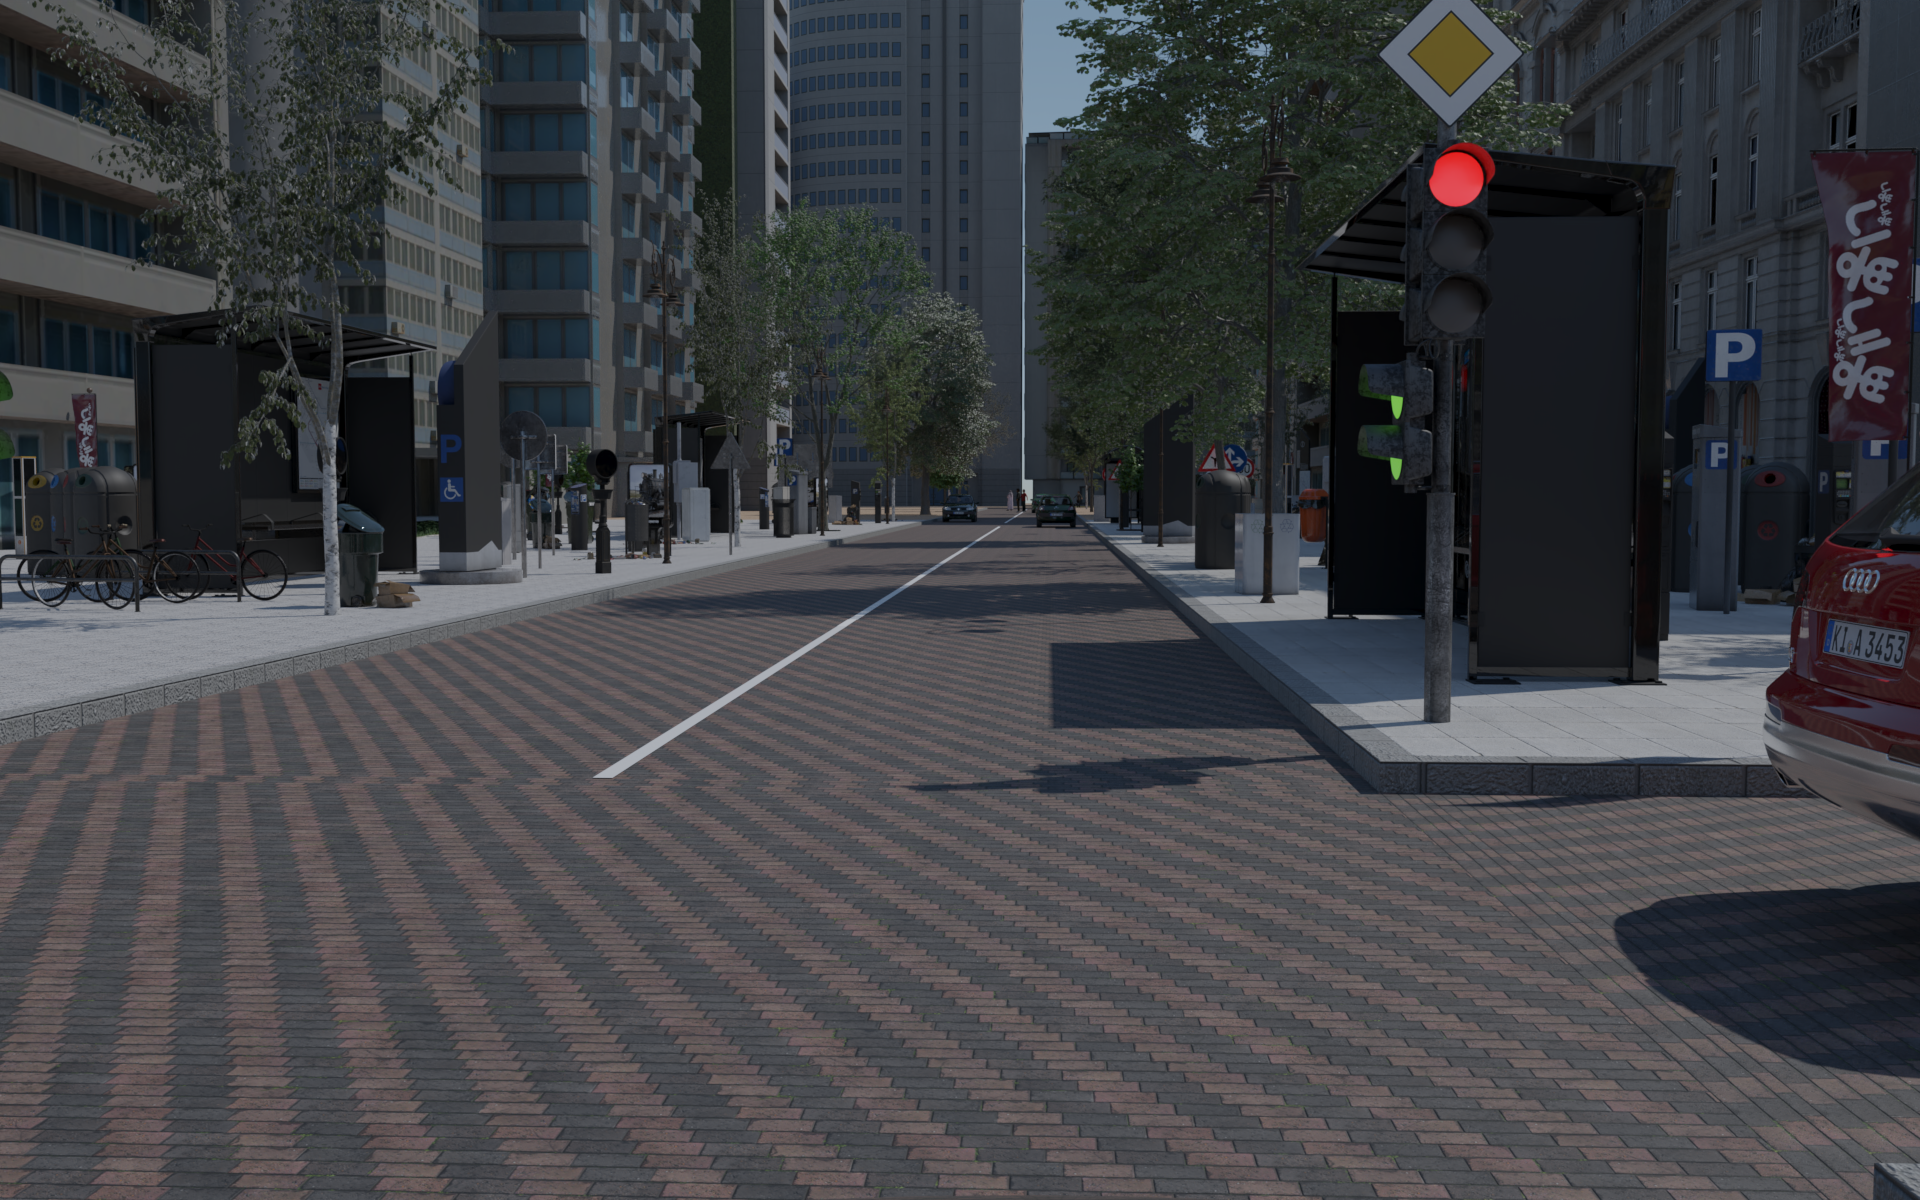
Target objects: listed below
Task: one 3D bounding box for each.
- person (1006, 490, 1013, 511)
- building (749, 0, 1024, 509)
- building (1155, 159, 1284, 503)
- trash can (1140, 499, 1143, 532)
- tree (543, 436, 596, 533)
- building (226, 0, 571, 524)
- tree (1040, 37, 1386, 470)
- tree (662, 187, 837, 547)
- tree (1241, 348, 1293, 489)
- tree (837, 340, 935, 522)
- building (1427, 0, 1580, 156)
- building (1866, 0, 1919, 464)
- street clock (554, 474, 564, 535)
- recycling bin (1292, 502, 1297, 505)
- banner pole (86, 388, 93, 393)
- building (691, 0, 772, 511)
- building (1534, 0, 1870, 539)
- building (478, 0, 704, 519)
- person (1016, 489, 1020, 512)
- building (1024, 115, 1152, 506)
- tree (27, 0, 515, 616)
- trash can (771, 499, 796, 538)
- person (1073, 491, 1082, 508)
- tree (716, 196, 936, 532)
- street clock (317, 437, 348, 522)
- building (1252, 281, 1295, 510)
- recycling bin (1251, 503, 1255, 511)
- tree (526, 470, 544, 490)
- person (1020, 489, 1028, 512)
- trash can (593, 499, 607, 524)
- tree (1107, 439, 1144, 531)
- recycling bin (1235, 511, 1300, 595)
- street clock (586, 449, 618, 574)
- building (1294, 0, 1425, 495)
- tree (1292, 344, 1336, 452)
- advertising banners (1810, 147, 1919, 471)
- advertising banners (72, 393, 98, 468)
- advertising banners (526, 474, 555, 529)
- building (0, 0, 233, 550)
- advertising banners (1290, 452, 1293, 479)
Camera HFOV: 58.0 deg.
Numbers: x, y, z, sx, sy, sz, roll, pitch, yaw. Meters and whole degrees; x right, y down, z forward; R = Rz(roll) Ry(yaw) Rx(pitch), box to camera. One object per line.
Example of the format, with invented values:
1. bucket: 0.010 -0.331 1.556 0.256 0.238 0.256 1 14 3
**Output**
1. person: 4.308 -8.539 148.787 0.621 1.740 0.551 3 5 42
2. building: -7.106 -39.753 191.966 28.212 58.520 21.231 0 4 3
3. building: 33.433 -30.851 196.288 23.993 40.220 32.217 0 4 3
4. trash can: 6.093 -2.673 55.363 0.748 1.137 0.748 0 3 0
5. tree: -12.640 -3.873 57.918 1.663 3.219 1.824 0 3 0
6. building: -33.290 -23.104 69.627 32.217 40.220 23.993 0 4 3
7. tree: 5.151 -6.180 35.462 7.601 10.594 8.767 1 4 14
8. tree: -5.313 -5.590 41.763 4.360 8.622 3.978 0 3 0
9. tree: 14.895 -8.029 81.637 4.360 8.622 3.978 0 3 0
10. tree: -3.314 -7.931 80.036 4.737 8.622 4.395 0 3 0
11. building: 27.800 -17.378 71.517 14.401 28.519 23.554 0 4 3
12. building: 33.358 -12.779 28.008 30.058 24.678 14.314 0 4 3
13. street clock: -12.753 -3.082 54.957 0.358 2.002 0.471 1 4 9
14. recycling bin: 10.345 -2.560 54.403 0.722 1.027 0.722 3 5 44
15. banner pole: -20.450 -3.096 40.631 0.401 3.779 0.863 0 4 -8
16. building: -28.036 -36.400 137.133 28.212 58.520 21.231 0 4 3
17. building: 25.870 -12.613 48.028 13.314 21.916 24.055 0 4 3
18. building: -27.806 -29.477 101.559 23.786 49.044 30.456 0 4 3
19. person: 4.507 -7.761 135.022 0.705 1.869 1.348 0 4 3
20. building: 14.001 -30.928 189.270 14.086 41.232 14.154 0 4 3
21. tree: -6.885 -4.140 18.053 4.360 8.622 3.978 0 3 0
22. trash can: -5.171 -2.392 50.762 0.748 1.137 0.748 0 3 0
23. person: 11.232 -9.537 165.138 0.721 1.735 1.217 -3 5 -41
24. tree: -4.650 -8.184 59.565 9.928 11.665 9.643 0 3 0
25. street clock: -8.001 -1.074 22.125 0.358 2.002 0.471 0 4 0
26. building: 37.670 -17.450 130.342 27.650 21.520 28.899 0 4 3
27. recycling bin: 7.918 -2.256 49.433 0.722 1.027 0.722 -2 4 -29
28. tree: -15.337 -4.288 64.709 1.663 3.219 1.824 0 3 0
29. person: 5.052 -7.912 137.800 0.705 1.831 1.348 -2 4 -33
30. trash can: -15.526 -3.854 74.661 0.748 1.137 0.748 0 3 0
31. tree: 5.986 -4.023 60.373 1.663 3.219 1.824 0 3 0
32. recycling bin: 3.962 -0.600 22.369 0.722 1.027 0.722 0 4 0
33. street clock: -5.762 -1.428 27.923 0.358 2.002 0.471 3 5 40
34. building: 32.420 -29.340 103.412 21.300 48.544 21.600 0 4 3
35. tree: 16.971 -7.594 74.529 4.360 8.622 3.978 0 3 0
36. advertising banners: 5.348 -0.770 8.771 2.074 3.025 0.090 0 4 7
37. advertising banners: -14.495 -2.068 29.997 2.074 3.025 0.090 1 4 16
38. advertising banners: -15.557 -4.074 62.805 2.074 3.025 0.090 -1 4 -18
39. building: -31.607 -25.319 37.667 21.300 48.544 21.600 0 4 3
40. advertising banners: 13.692 -4.663 72.432 0.090 3.025 2.074 0 4 -1
